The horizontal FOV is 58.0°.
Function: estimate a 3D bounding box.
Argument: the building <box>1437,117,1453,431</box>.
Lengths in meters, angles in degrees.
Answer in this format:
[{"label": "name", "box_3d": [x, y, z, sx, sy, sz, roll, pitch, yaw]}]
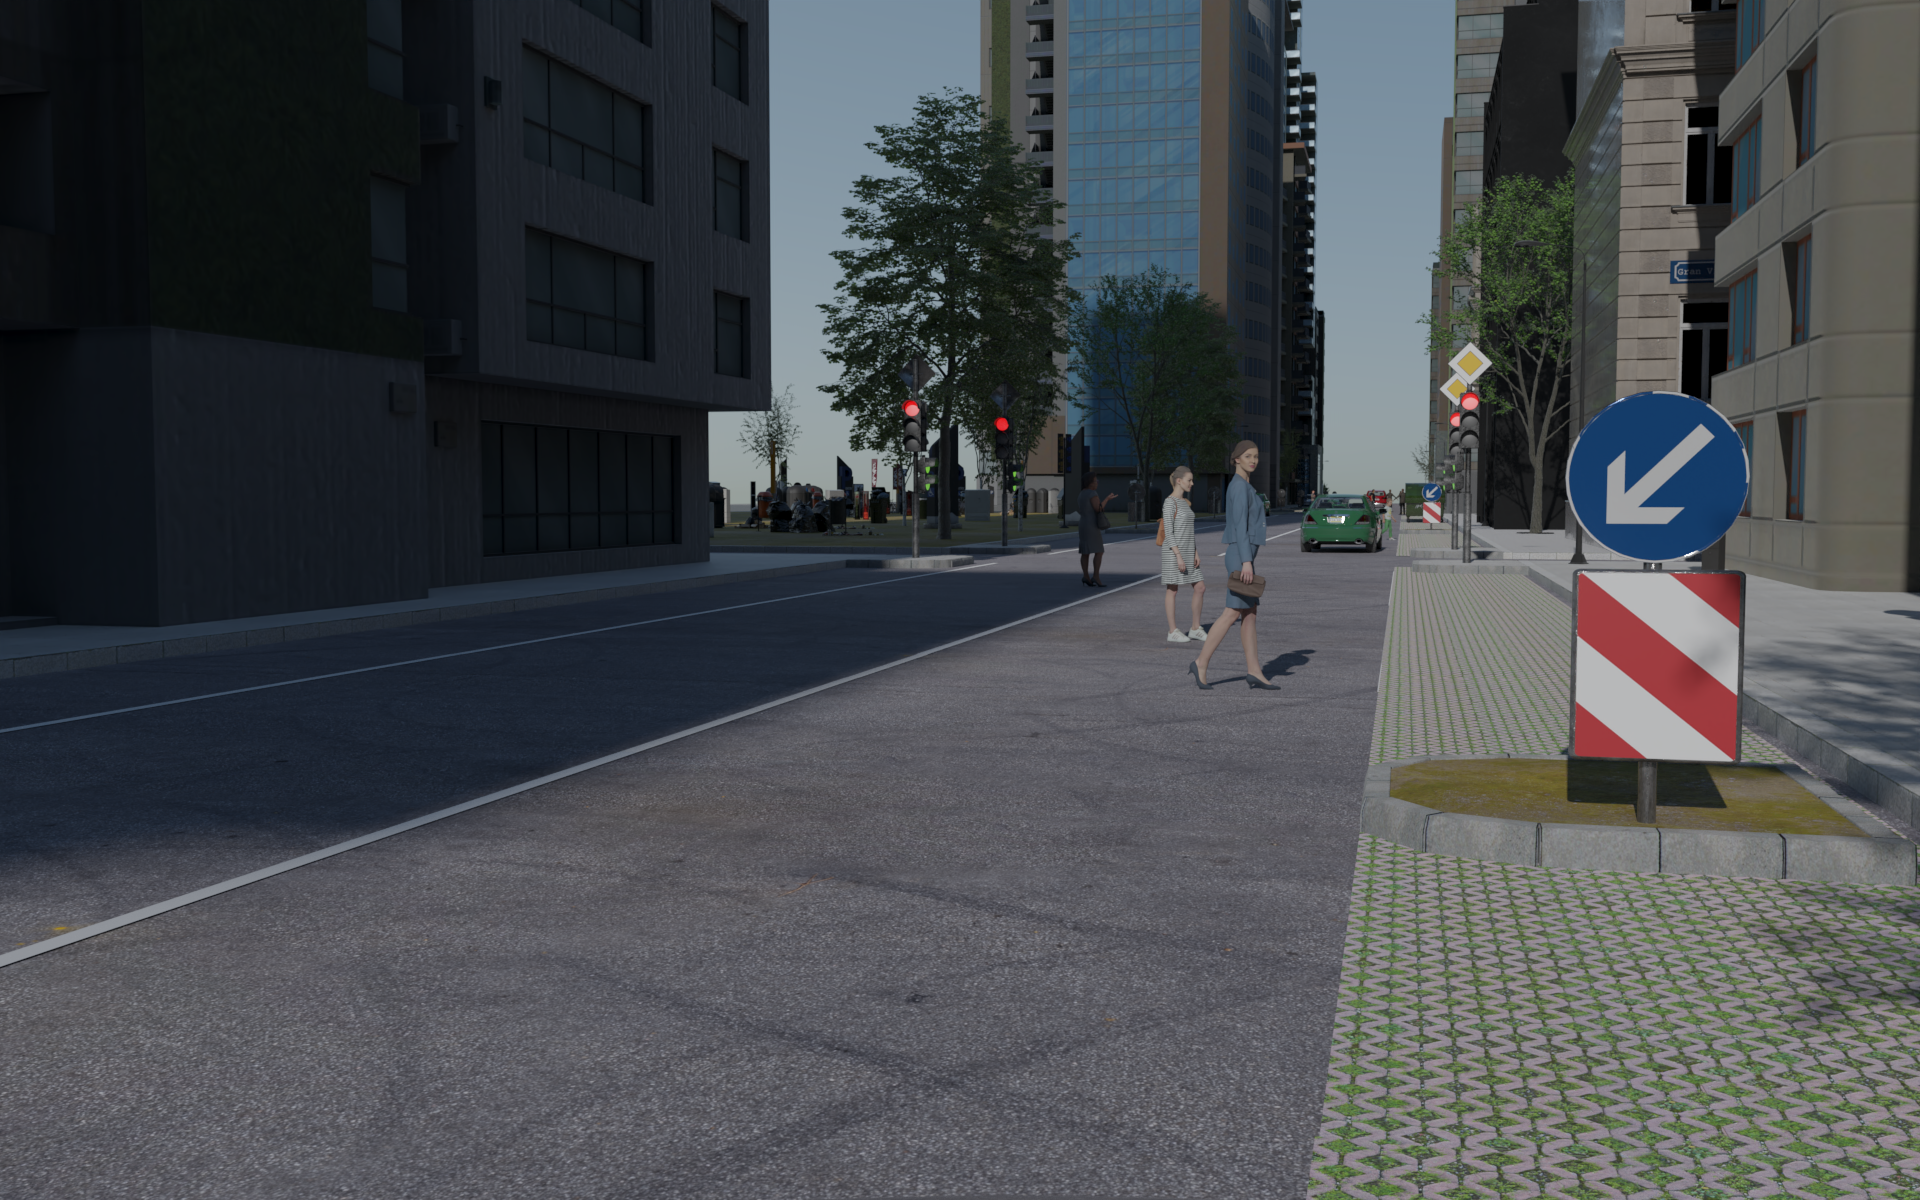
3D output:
[{"label": "building", "box_3d": [62.552, -33.627, 199.914, 14.600, 45.320, 14.200, 1, 4, 14]}]

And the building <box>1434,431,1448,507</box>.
[{"label": "building", "box_3d": [58.010, -52.214, 166.369, 22.319, 86.520, 31.000, 1, 4, 14]}]

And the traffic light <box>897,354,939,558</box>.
[{"label": "traffic light", "box_3d": [-0.872, -2.802, 34.740, 0.839, 4.253, 0.868, 1, 4, 14]}]

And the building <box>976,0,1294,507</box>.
[{"label": "building", "box_3d": [18.087, -35.817, 174.849, 28.713, 52.752, 27.495, 1, 4, 14]}]

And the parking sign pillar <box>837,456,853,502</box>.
[{"label": "parking sign pillar", "box_3d": [-8.078, -8.159, 121.877, 1.447, 3.967, 1.447, 3, 4, 39]}]

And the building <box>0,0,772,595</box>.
[{"label": "building", "box_3d": [-11.331, -15.827, 30.474, 14.107, 30.474, 14.160, 1, 4, 14]}]

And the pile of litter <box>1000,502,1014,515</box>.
[{"label": "pile of litter", "box_3d": [3.126, -5.787, 108.588, 1.176, 0.858, 1.719, -1, 4, -11]}]

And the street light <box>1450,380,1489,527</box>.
[{"label": "street light", "box_3d": [20.302, -5.877, 68.632, 1.470, 5.913, 1.316, 1, 4, 14]}]

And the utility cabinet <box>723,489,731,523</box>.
[{"label": "utility cabinet", "box_3d": [-10.705, -4.149, 76.515, 1.173, 1.500, 0.318, 2, 4, 28]}]

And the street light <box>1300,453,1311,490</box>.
[{"label": "street light", "box_3d": [39.353, -13.756, 197.445, 1.470, 5.913, 1.316, 1, 4, 14]}]

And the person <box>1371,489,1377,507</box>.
[{"label": "person", "box_3d": [32.049, -7.684, 134.138, 0.705, 1.822, 1.348, 2, 4, 30]}]

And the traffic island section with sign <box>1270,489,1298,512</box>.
[{"label": "traffic island section with sign", "box_3d": [25.877, -7.988, 139.229, 1.989, 1.847, 2.006, 1, 4, 14]}]

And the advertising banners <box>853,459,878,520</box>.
[{"label": "advertising banners", "box_3d": [-4.693, -5.502, 86.144, 0.090, 3.025, 2.074, -3, 4, -38]}]

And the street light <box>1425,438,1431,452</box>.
[{"label": "street light", "box_3d": [39.208, -10.383, 142.299, 1.470, 5.913, 1.316, 1, 4, 14]}]

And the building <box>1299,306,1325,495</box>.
[{"label": "building", "box_3d": [48.001, -30.098, 263.796, 14.160, 30.474, 14.107, 1, 4, 14]}]

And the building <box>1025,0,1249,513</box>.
[{"label": "building", "box_3d": [13.150, -29.069, 125.388, 14.600, 45.320, 14.200, 1, 4, 14]}]

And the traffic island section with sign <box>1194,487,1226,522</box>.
[{"label": "traffic island section with sign", "box_3d": [13.259, -4.979, 90.040, 1.989, 1.847, 2.006, 1, 4, 14]}]

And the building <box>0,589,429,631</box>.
[{"label": "building", "box_3d": [-15.032, -14.909, 15.456, 14.160, 30.474, 14.107, 1, 4, 14]}]

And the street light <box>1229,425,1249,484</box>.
[{"label": "street light", "box_3d": [18.743, -8.828, 116.886, 1.470, 5.913, 1.316, 1, 4, 14]}]

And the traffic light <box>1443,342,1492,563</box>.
[{"label": "traffic light", "box_3d": [9.412, -2.643, 32.127, 0.839, 4.253, 0.868, 1, 4, 14]}]

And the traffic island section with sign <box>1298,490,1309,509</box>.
[{"label": "traffic island section with sign", "box_3d": [32.666, -9.605, 165.662, 1.989, 1.847, 2.006, 1, 4, 14]}]

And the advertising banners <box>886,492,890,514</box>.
[{"label": "advertising banners", "box_3d": [-4.680, -7.001, 110.655, 2.074, 3.025, 0.090, -3, 5, -43]}]

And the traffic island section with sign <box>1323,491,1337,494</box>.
[{"label": "traffic island section with sign", "box_3d": [46.269, -12.846, 218.660, 1.989, 1.847, 2.006, 1, 4, 14]}]

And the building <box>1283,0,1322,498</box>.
[{"label": "building", "box_3d": [39.639, -56.778, 240.985, 22.319, 86.520, 31.000, 1, 4, 14]}]

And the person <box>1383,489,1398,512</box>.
[{"label": "person", "box_3d": [34.427, -7.948, 138.590, 1.348, 1.807, 0.705, 3, 5, 42]}]

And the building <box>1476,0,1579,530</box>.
[{"label": "building", "box_3d": [27.190, -14.571, 67.916, 12.332, 23.373, 15.834, 1, 4, 14]}]

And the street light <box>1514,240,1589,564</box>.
[{"label": "street light", "box_3d": [10.832, -3.621, 31.752, 1.470, 5.913, 1.316, 1, 4, 14]}]

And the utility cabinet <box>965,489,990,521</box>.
[{"label": "utility cabinet", "box_3d": [0.824, -4.470, 81.769, 1.173, 1.500, 0.318, 0, 4, 7]}]

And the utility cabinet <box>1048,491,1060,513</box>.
[{"label": "utility cabinet", "box_3d": [6.376, -6.422, 113.679, 1.173, 1.500, 0.318, -2, 4, -29]}]

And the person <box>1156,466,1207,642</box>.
[{"label": "person", "box_3d": [2.142, -0.448, 16.831, 0.522, 1.701, 0.512, 2, 4, 34]}]

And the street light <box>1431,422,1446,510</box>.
[{"label": "street light", "box_3d": [31.446, -8.549, 112.311, 1.470, 5.913, 1.316, 1, 4, 14]}]

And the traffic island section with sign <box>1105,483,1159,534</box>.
[{"label": "traffic island section with sign", "box_3d": [6.468, -3.361, 63.587, 1.989, 1.847, 2.006, 1, 4, 14]}]

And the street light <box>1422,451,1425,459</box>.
[{"label": "street light", "box_3d": [50.545, -13.062, 186.102, 1.470, 5.913, 1.316, 1, 4, 14]}]

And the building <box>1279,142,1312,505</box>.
[{"label": "building", "box_3d": [31.530, -34.181, 213.490, 22.147, 44.769, 28.867, 1, 4, 14]}]

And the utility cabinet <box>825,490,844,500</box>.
[{"label": "utility cabinet", "box_3d": [-6.469, -4.949, 89.597, 0.318, 1.500, 1.173, 2, 4, 34]}]

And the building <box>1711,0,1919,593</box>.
[{"label": "building", "box_3d": [23.383, -10.299, 13.431, 27.650, 21.520, 28.899, 1, 4, 14]}]

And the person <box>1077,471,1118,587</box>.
[{"label": "person", "box_3d": [2.138, -1.096, 26.785, 0.532, 1.782, 0.716, -2, 4, -24]}]

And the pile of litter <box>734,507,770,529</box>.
[{"label": "pile of litter", "box_3d": [-7.688, -3.098, 64.617, 1.176, 0.858, 1.719, -3, 5, -42]}]

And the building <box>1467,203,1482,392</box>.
[{"label": "building", "box_3d": [34.679, -16.738, 92.744, 14.460, 24.649, 34.723, 1, 4, 14]}]

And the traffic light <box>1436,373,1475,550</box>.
[{"label": "traffic light", "box_3d": [11.397, -3.116, 39.862, 0.839, 4.253, 0.868, 1, 4, 14]}]

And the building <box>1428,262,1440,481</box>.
[{"label": "building", "box_3d": [65.454, -27.083, 214.506, 14.160, 30.474, 14.107, 1, 4, 14]}]

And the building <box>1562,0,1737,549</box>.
[{"label": "building", "box_3d": [27.869, -14.899, 40.857, 25.104, 27.353, 12.463, 1, 4, 14]}]

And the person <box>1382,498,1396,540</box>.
[{"label": "person", "box_3d": [13.262, -2.514, 53.845, 0.590, 1.304, 0.306, 2, 4, 27]}]

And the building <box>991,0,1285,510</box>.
[{"label": "building", "box_3d": [15.652, -36.954, 146.195, 21.231, 58.520, 28.212, 1, 4, 14]}]

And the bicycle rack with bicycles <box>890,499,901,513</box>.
[{"label": "bicycle rack with bicycles", "box_3d": [-4.141, -6.280, 116.065, 2.925, 0.926, 2.852, -1, 4, -17]}]

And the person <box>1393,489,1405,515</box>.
[{"label": "person", "box_3d": [30.431, -6.758, 119.126, 1.348, 1.807, 0.705, -1, 4, -11]}]

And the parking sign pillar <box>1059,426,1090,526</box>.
[{"label": "parking sign pillar", "box_3d": [4.708, -4.965, 69.657, 1.447, 3.967, 1.447, -2, 4, -28]}]

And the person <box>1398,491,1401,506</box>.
[{"label": "person", "box_3d": [53.137, -12.250, 208.796, 0.705, 1.822, 1.348, -1, 4, -17]}]

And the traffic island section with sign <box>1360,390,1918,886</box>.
[{"label": "traffic island section with sign", "box_3d": [2.763, 0.072, 7.445, 1.989, 1.847, 2.006, 1, 4, 14]}]

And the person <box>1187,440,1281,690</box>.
[{"label": "person", "box_3d": [2.020, -0.254, 12.681, 0.654, 1.822, 0.581, 2, 4, 23]}]

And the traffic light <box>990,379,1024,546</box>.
[{"label": "traffic light", "box_3d": [1.114, -3.275, 42.475, 0.839, 4.253, 0.868, 1, 4, 14]}]

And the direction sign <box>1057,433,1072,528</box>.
[{"label": "direction sign", "box_3d": [3.921, -4.467, 65.035, 0.379, 3.537, 0.876, 3, 4, 38]}]

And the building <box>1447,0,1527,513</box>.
[{"label": "building", "box_3d": [41.221, -26.671, 119.673, 14.154, 41.232, 14.086, 1, 4, 14]}]

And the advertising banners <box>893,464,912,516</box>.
[{"label": "advertising banners", "box_3d": [-2.994, -6.440, 101.489, 0.090, 3.025, 2.074, 3, 5, 43]}]

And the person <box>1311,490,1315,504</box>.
[{"label": "person", "box_3d": [31.656, -8.912, 154.741, 0.617, 1.759, 0.750, -2, 4, -31]}]

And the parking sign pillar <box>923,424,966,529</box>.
[{"label": "parking sign pillar", "box_3d": [-0.639, -4.635, 64.254, 1.447, 3.967, 1.447, 3, 5, 42]}]
